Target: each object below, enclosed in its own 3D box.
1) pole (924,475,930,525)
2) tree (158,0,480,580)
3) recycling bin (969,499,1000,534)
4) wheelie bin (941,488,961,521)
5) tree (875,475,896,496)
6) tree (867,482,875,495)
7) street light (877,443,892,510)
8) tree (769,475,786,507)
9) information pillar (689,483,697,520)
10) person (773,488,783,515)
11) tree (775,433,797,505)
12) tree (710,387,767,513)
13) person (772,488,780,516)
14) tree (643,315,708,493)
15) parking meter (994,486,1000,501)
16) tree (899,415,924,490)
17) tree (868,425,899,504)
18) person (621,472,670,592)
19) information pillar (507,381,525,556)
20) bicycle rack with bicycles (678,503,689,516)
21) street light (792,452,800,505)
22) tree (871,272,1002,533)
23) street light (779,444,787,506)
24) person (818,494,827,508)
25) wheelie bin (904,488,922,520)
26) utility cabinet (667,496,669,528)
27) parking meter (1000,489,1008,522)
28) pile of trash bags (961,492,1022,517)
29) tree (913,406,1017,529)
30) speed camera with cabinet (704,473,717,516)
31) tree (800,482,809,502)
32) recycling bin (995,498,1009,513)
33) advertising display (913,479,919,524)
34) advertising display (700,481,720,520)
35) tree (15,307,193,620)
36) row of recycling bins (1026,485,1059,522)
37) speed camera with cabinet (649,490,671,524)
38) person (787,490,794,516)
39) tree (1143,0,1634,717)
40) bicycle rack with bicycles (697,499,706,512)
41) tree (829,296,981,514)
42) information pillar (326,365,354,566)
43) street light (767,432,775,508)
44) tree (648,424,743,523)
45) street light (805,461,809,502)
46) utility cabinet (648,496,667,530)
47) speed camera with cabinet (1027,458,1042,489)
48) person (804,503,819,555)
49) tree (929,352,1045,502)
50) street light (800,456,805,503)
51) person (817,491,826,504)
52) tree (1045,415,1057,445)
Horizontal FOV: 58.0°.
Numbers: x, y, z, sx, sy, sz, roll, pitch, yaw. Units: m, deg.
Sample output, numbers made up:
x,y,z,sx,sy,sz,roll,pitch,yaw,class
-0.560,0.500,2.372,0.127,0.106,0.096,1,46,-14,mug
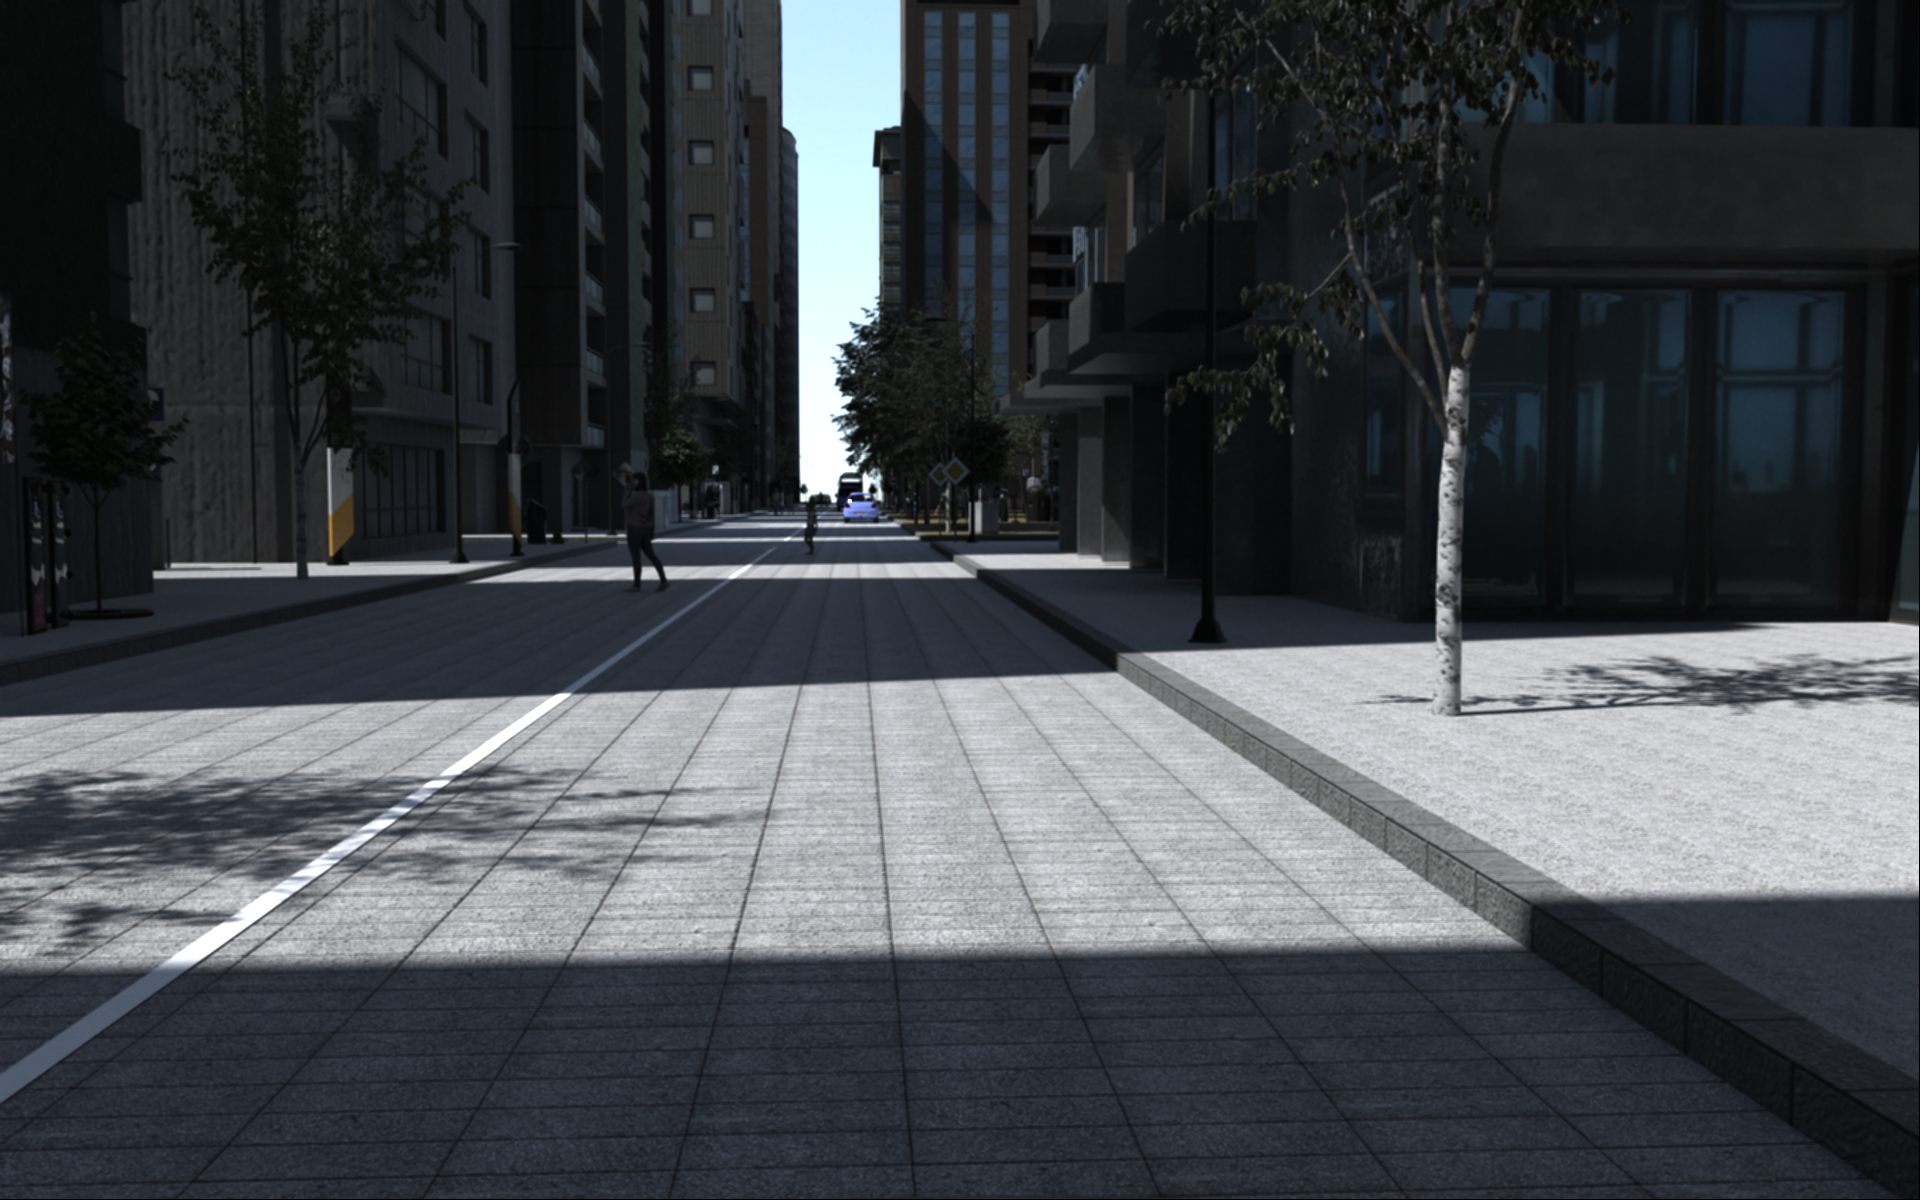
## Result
x,y,z,sx,sy,sz,roll,pitch,yaw,class
-1.388,-4.830,72.815,0.158,3.312,0.155,0,3,0,pole
-9.659,-4.610,25.735,4.737,8.622,4.395,0,3,0,tree
0.769,-2.645,55.801,0.722,1.027,0.722,-2,4,-35,recycling bin
-0.443,-4.660,84.101,0.980,1.594,0.693,0,4,-6,wheelie bin
-6.642,-10.012,158.291,1.663,3.219,1.824,0,3,0,tree
-13.812,-17.115,274.437,1.663,3.219,1.824,0,3,0,tree
-6.308,-10.328,141.411,1.470,5.913,1.316,0,4,-4,street light
-18.592,-11.179,177.370,1.663,3.219,1.824,0,3,0,tree
-13.445,-5.063,87.278,0.304,2.012,0.304,2,4,28,information pillar
-12.569,-6.776,119.156,0.748,1.841,0.638,3,5,41,person
-20.943,-15.520,204.111,4.360,8.622,3.978,0,3,0,tree
-15.297,-10.330,119.264,4.360,8.622,3.978,0,3,0,tree
-11.918,-6.332,112.030,0.555,1.821,0.388,-3,4,-39,person
-12.453,-7.323,70.088,4.737,8.622,4.395,0,3,0,tree
2.445,-6.693,115.145,0.399,1.863,0.255,-1,4,-10,parking meter
-1.173,-10.534,122.593,4.737,8.622,4.395,0,3,0,tree
-3.566,-10.944,129.302,4.737,8.622,4.395,0,3,0,tree
-4.620,-1.000,25.440,0.643,1.750,0.593,1,4,19,person
-9.177,-2.712,35.689,0.183,3.616,0.504,0,4,6,information pillar
-18.072,-5.434,102.231,2.852,0.926,2.925,-2,4,-35,bicycle rack with bicycles
-18.738,-13.378,191.272,1.470,5.913,1.316,0,4,-4,street light
-0.528,-6.551,57.475,4.360,8.622,3.978,0,3,0,tree
-16.882,-11.494,160.472,1.470,5.913,1.316,0,4,-4,street light
-14.185,-10.208,178.622,0.991,1.433,0.599,-1,4,-20,person
-2.367,-4.851,87.221,0.980,1.594,0.693,2,4,34,wheelie bin
-11.217,-3.321,65.461,0.306,1.237,1.020,0,4,-2,utility cabinet
2.040,-4.387,80.132,0.372,1.533,0.369,0,3,0,parking meter
1.887,-5.315,96.649,3.447,1.369,1.912,-2,4,-28,pile of trash bags
-0.180,-5.180,68.404,4.285,4.588,4.351,0,3,0,tree
-14.453,-6.489,100.438,0.660,3.252,2.038,-1,4,-12,speed camera with cabinet
-23.880,-16.575,265.608,1.663,3.219,1.824,0,3,0,tree
2.763,-6.230,114.411,0.722,1.027,0.722,2,4,26,recycling bin
-1.881,-4.206,73.986,0.123,1.923,0.974,0,4,-7,advertising display
-12.564,-5.012,87.154,0.974,1.923,0.123,-1,4,-15,advertising display
-8.909,-1.439,18.122,1.663,3.219,1.824,0,3,0,tree
4.761,-4.494,80.591,3.534,1.692,1.069,-1,4,-18,row of recycling bins
-13.367,-4.875,74.041,0.660,3.252,2.038,3,5,43,speed camera with cabinet
-11.245,-6.462,114.910,0.466,1.731,0.760,1,4,10,person
2.775,-3.650,10.033,4.360,8.622,3.978,0,3,0,tree
-18.969,-6.606,121.397,2.852,0.926,2.925,3,5,43,bicycle rack with bicycles
-3.730,-12.578,112.298,9.857,13.997,8.962,0,3,0,tree
-11.185,-2.438,31.214,0.183,3.616,0.504,2,4,33,information pillar
-14.845,-9.611,129.684,1.470,5.913,1.316,0,4,-4,street light
-12.724,-5.771,78.068,4.285,4.588,4.351,0,3,0,tree
-21.947,-16.550,243.125,1.470,5.913,1.316,0,4,-4,street light
-10.940,-3.123,62.223,0.306,1.237,1.020,1,4,10,utility cabinet
4.714,-6.193,95.588,2.038,3.252,0.660,3,4,36,speed camera with cabinet
-3.466,-1.677,40.929,0.382,1.210,0.505,-3,4,-36,person
1.257,-8.465,88.762,4.737,8.622,4.395,0,3,0,tree
-20.022,-14.666,212.329,1.470,5.913,1.316,0,4,-4,street light
-15.203,-11.054,190.018,1.217,1.735,0.721,2,4,32,person
3.856,-9.150,99.969,4.737,8.622,4.395,0,3,0,tree
